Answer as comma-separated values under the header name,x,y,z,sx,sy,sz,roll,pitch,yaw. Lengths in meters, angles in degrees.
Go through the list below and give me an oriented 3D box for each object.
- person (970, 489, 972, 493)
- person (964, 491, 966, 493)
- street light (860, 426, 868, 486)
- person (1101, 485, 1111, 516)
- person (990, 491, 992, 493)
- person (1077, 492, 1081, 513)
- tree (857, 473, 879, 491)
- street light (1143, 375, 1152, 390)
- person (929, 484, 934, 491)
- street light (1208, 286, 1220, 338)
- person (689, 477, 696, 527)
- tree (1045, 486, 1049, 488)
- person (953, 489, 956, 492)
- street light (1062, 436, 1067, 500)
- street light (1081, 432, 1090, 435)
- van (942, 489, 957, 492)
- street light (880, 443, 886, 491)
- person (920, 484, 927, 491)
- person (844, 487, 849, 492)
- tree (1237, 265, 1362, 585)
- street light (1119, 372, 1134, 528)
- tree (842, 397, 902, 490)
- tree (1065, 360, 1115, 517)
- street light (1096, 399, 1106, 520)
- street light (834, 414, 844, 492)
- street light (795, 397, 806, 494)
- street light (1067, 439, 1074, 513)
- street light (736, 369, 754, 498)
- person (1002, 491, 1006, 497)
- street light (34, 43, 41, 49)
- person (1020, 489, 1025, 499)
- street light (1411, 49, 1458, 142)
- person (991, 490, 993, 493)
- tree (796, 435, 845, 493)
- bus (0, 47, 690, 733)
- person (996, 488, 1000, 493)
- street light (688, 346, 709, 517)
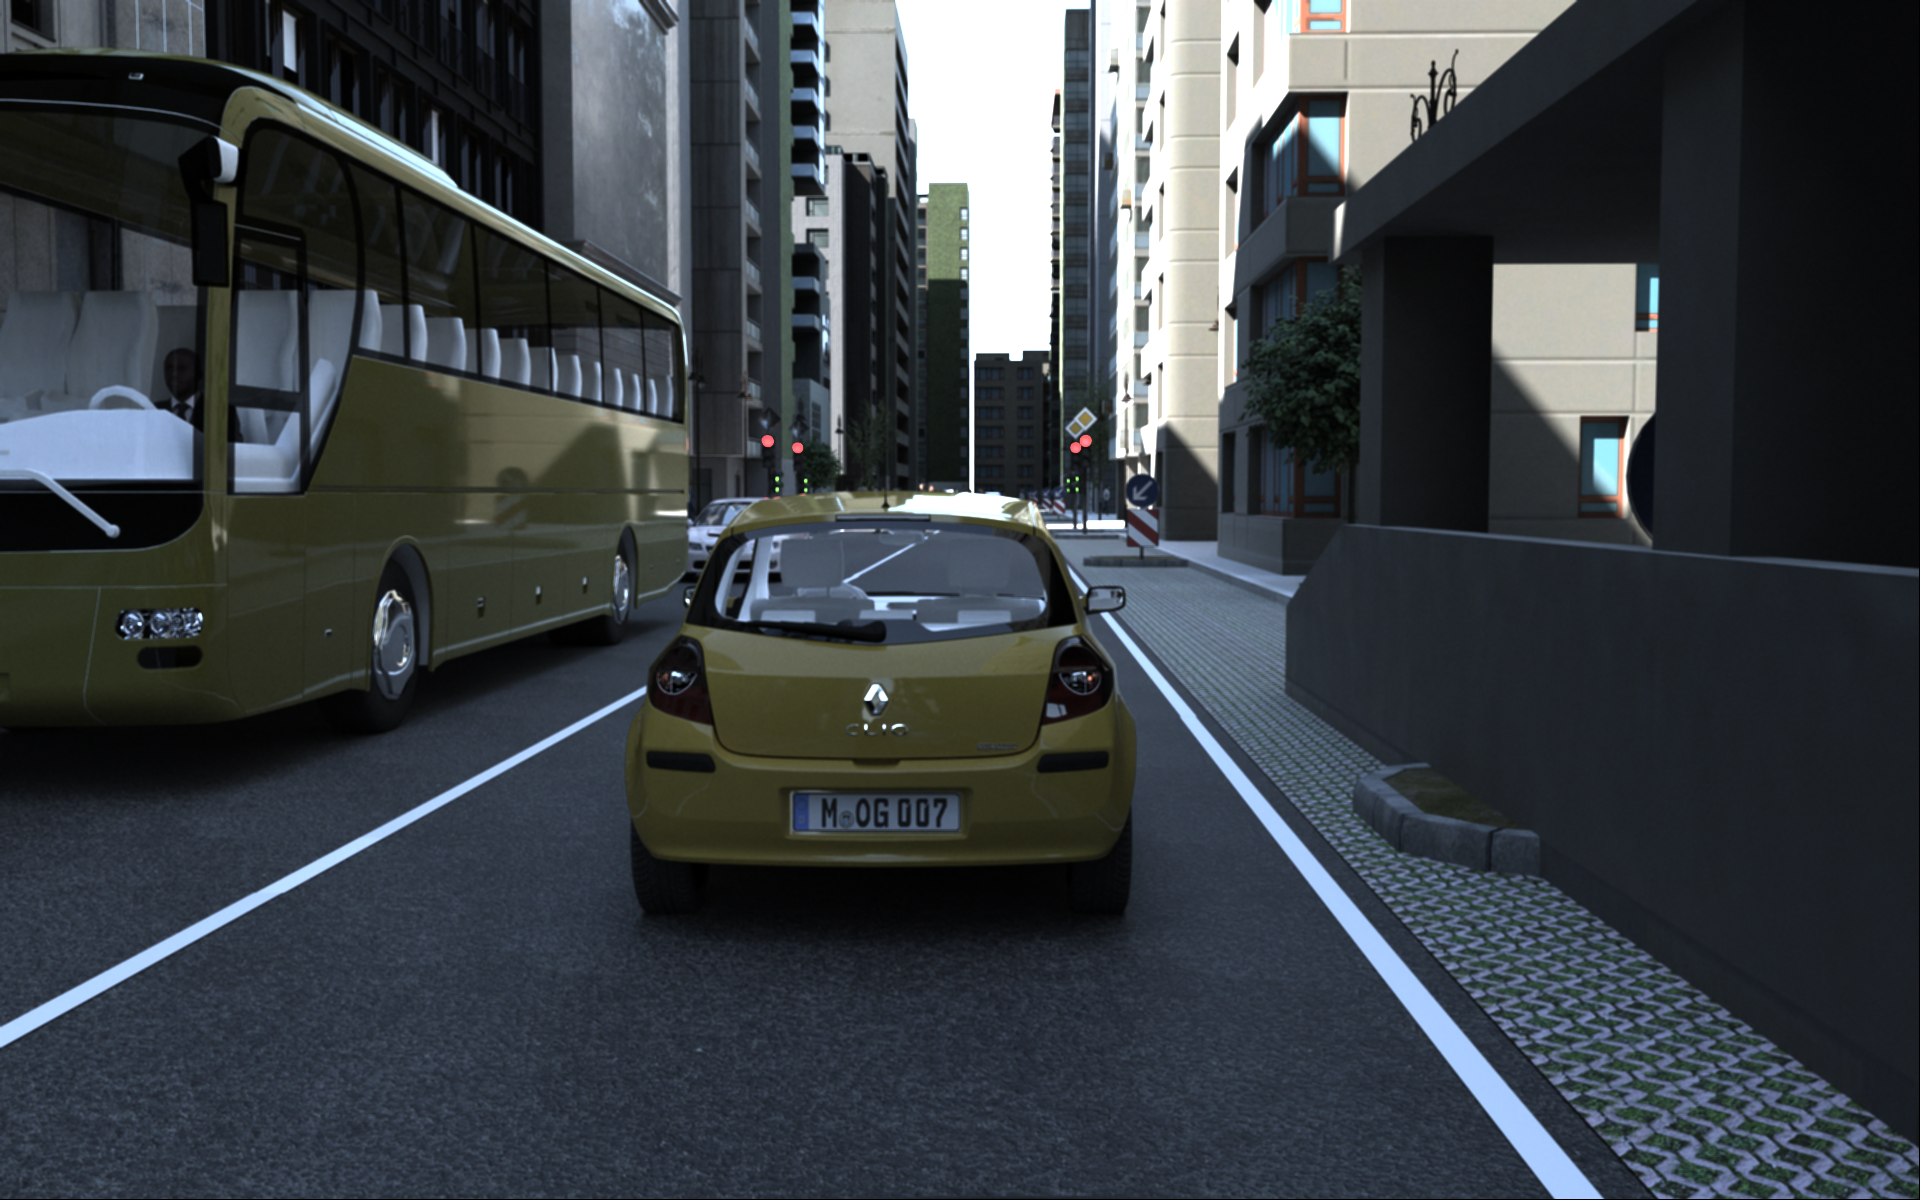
name,x,y,z,sx,sy,sz,roll,pitch,yaw
person,0.935,-8.094,140.856,1.348,1.821,0.705,-2,4,-35
person,0.575,-11.870,202.595,0.705,1.821,1.348,-2,4,-28
street light,-6.586,-8.892,118.177,0.468,5.910,1.993,0,4,2
person,8.574,-5.892,102.221,0.795,1.843,0.661,2,4,27
person,3.084,-9.930,171.570,1.217,1.735,0.721,-1,4,-8
person,7.771,-6.599,114.932,0.522,1.701,0.512,-2,4,-29
tree,-6.947,-8.534,134.135,1.663,3.219,1.824,0,3,0
street light,6.109,-5.046,55.284,0.468,5.910,1.993,0,4,2
person,-1.116,-3.756,69.900,0.794,1.824,0.713,0,4,8
street light,5.553,-3.903,36.597,0.468,5.910,1.993,0,4,2
person,-8.048,-2.765,51.436,0.419,1.800,0.721,-2,4,-33
tree,11.734,-13.575,216.546,1.663,3.219,1.824,0,3,0
person,-0.410,-6.441,114.082,0.850,1.792,0.678,-3,5,-45
street light,8.313,-10.110,138.085,0.468,5.910,1.993,0,4,2
street light,7.378,-7.914,102.178,0.468,5.910,1.993,0,4,2
van,-0.894,-8.533,146.529,2.013,2.044,4.112,0,4,1
street light,-6.047,-10.001,136.306,0.468,5.910,1.993,0,4,2
person,-1.445,-3.499,65.725,0.555,1.821,0.388,2,4,28
person,-8.654,-7.831,134.178,0.694,1.812,0.767,1,4,18
tree,5.540,-2.462,23.974,4.285,4.588,4.351,0,3,0
street light,6.297,-5.681,65.671,0.468,5.910,1.993,0,4,2
tree,-6.497,-11.006,130.313,4.737,8.622,4.395,0,3,0
tree,8.014,-8.937,96.474,4.737,8.622,4.395,0,3,0
street light,6.805,-6.808,84.097,0.468,5.910,1.993,0,4,2
street light,-6.966,-7.794,100.221,0.468,5.910,1.993,0,4,2
street light,-7.552,-6.696,82.271,0.468,5.910,1.993,0,4,2
street light,7.848,-9.012,120.131,0.468,5.910,1.993,0,4,2
street light,-7.967,-5.598,64.316,0.468,5.910,1.993,0,4,2
person,3.954,-8.859,154.128,0.721,1.735,1.217,-1,4,-21
street light,-9.180,-2.789,18.393,0.468,5.910,1.993,0,4,2
person,4.366,-6.928,122.124,0.624,1.780,0.694,3,4,38
street light,5.047,-2.805,18.645,0.468,5.910,1.993,0,4,2
person,3.249,-10.165,174.328,1.348,1.869,0.705,-2,4,-24
tree,-7.842,-6.708,93.386,4.285,4.588,4.351,0,3,0
bus,-4.497,-1.351,13.642,2.896,3.916,12.252,0,4,2
person,2.523,-6.715,118.159,0.748,1.841,0.638,2,4,29
street light,-8.211,-4.985,54.299,0.468,5.910,1.993,0,4,2
